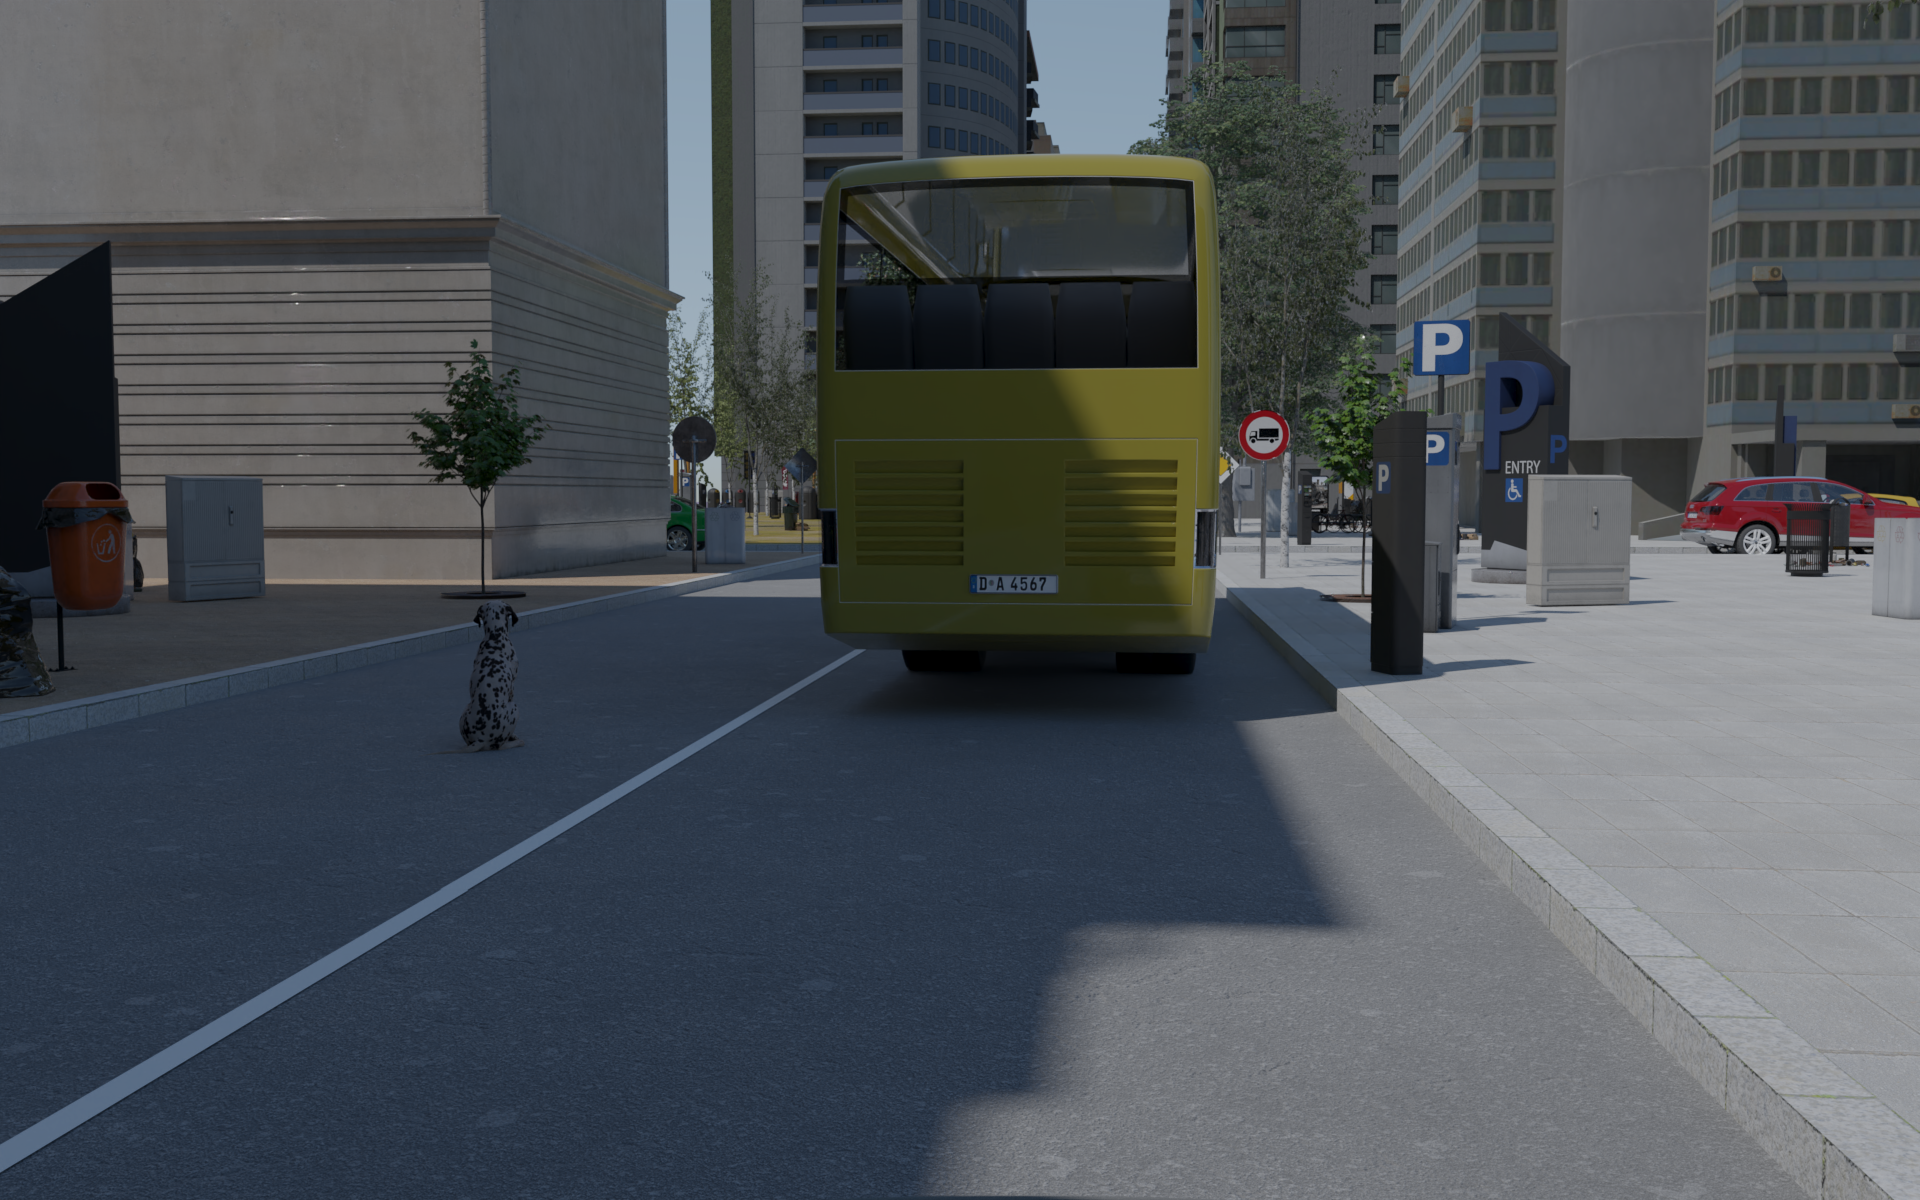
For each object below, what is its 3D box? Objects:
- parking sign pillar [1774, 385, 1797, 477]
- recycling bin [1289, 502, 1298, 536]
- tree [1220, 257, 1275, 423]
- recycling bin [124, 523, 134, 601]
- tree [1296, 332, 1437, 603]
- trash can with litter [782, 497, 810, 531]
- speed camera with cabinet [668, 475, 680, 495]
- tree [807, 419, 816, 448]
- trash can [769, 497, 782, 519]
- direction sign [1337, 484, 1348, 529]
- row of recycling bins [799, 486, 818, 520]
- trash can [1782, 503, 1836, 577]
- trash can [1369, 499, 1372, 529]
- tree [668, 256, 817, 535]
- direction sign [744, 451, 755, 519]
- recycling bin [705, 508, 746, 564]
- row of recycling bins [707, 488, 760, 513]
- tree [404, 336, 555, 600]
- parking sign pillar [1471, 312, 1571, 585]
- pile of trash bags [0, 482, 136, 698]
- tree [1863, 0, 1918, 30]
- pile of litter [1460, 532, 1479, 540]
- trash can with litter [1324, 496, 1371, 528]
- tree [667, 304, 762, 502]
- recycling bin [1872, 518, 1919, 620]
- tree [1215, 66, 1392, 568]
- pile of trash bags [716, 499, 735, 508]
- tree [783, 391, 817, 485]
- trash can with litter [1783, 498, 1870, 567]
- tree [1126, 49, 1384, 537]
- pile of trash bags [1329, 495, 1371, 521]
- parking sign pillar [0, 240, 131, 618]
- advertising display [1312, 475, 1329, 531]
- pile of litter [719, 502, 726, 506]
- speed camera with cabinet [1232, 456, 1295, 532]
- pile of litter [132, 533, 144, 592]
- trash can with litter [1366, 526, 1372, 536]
[{"bbox_3d":[20.658,-3.361,43.432,1.447,3.967,1.447,2,4,23],"label":"parking sign pillar"},{"bbox_3d":[10.288,-2.472,52.968,0.722,1.027,0.722,2,4,32],"label":"recycling bin"},{"bbox_3d":[9.081,-8.769,69.135,9.928,11.665,9.643,0,3,0],"label":"tree"},{"bbox_3d":[-10.296,-0.488,20.541,0.722,1.027,0.722,0,4,-8],"label":"recycling bin"},{"bbox_3d":[4.797,-1.609,20.905,1.663,3.219,1.824,0,3,0],"label":"tree"},{"bbox_3d":[-5.692,-3.004,60.497,1.055,1.170,0.624,2,4,33],"label":"trash can with litter"},{"bbox_3d":[-13.558,-5.443,83.328,2.038,3.252,0.660,3,5,43],"label":"speed camera with cabinet"},{"bbox_3d":[-1.292,-9.283,68.790,9.611,12.733,9.660,0,3,0],"label":"tree"},{"bbox_3d":[-9.547,-4.762,89.512,0.748,1.137,0.748,0,3,0],"label":"trash can"},{"bbox_3d":[14.119,-4.393,63.822,0.379,3.537,0.876,-1,4,-13],"label":"direction sign"},{"bbox_3d":[-6.712,-4.948,88.020,1.069,1.692,3.534,3,5,43],"label":"row of recycling bins"},{"bbox_3d":[13.189,-0.935,26.944,0.748,1.137,0.748,0,3,0],"label":"trash can"},{"bbox_3d":[13.353,-2.652,55.015,0.748,1.137,0.748,0,3,0],"label":"trash can"},{"bbox_3d":[-6.191,-6.315,53.609,4.360,8.622,3.978,0,3,0],"label":"tree"},{"bbox_3d":[-11.002,-6.027,90.539,0.379,3.537,0.876,2,4,32],"label":"direction sign"},{"bbox_3d":[-4.328,-1.187,31.960,0.722,1.027,0.722,0,4,-6],"label":"recycling bin"},{"bbox_3d":[-15.358,-6.743,117.363,3.534,1.692,1.069,-1,4,-17],"label":"row of recycling bins"},{"bbox_3d":[-6.071,-1.644,21.477,1.663,3.219,1.824,0,3,0],"label":"tree"},{"bbox_3d":[8.202,-2.242,25.132,1.447,3.967,1.447,-2,4,-26],"label":"parking sign pillar"},{"bbox_3d":[-6.709,-0.085,11.136,1.912,1.369,3.447,1,4,17],"label":"pile of trash bags"},{"bbox_3d":[7.831,-3.726,11.286,4.360,8.622,3.978,0,3,0],"label":"tree"},{"bbox_3d":[14.016,-2.134,48.849,1.176,0.858,1.719,0,4,8],"label":"pile of litter"},{"bbox_3d":[15.347,-3.365,66.073,2.233,1.210,1.678,-3,5,-41],"label":"trash can with litter"},{"bbox_3d":[-10.258,-7.103,66.490,4.737,8.622,4.395,0,3,0],"label":"tree"},{"bbox_3d":[10.014,-0.333,17.994,0.722,1.027,0.722,0,3,0],"label":"recycling bin"},{"bbox_3d":[5.588,-4.885,30.232,4.360,8.622,3.978,0,3,0],"label":"tree"},{"bbox_3d":[-7.475,-2.241,46.394,3.447,1.369,1.912,1,4,21],"label":"pile of trash bags"},{"bbox_3d":[-10.089,-10.198,117.107,4.737,8.622,4.395,0,3,0],"label":"tree"},{"bbox_3d":[15.494,-1.228,31.142,2.233,1.210,1.678,-2,4,-32],"label":"trash can with litter"},{"bbox_3d":[7.994,-8.853,51.403,9.857,13.997,8.962,0,3,0],"label":"tree"},{"bbox_3d":[18.248,-4.477,82.959,3.447,1.369,1.912,0,4,-3],"label":"pile of trash bags"},{"bbox_3d":[-9.692,-1.834,18.451,1.447,3.967,1.447,-1,4,-19],"label":"parking sign pillar"},{"bbox_3d":[12.318,-3.361,60.161,0.974,1.923,0.123,2,4,25],"label":"advertising display"},{"bbox_3d":[-13.397,-5.126,97.781,1.719,0.858,1.176,0,4,-3],"label":"pile of litter"},{"bbox_3d":[10.301,-3.941,58.777,2.038,3.252,0.660,0,4,-2],"label":"speed camera with cabinet"},{"bbox_3d":[-11.334,-0.542,22.819,1.176,0.858,1.719,0,4,-7],"label":"pile of litter"},{"bbox_3d":[12.912,-2.524,52.648,1.055,1.170,0.624,-2,4,-26],"label":"trash can with litter"}]
